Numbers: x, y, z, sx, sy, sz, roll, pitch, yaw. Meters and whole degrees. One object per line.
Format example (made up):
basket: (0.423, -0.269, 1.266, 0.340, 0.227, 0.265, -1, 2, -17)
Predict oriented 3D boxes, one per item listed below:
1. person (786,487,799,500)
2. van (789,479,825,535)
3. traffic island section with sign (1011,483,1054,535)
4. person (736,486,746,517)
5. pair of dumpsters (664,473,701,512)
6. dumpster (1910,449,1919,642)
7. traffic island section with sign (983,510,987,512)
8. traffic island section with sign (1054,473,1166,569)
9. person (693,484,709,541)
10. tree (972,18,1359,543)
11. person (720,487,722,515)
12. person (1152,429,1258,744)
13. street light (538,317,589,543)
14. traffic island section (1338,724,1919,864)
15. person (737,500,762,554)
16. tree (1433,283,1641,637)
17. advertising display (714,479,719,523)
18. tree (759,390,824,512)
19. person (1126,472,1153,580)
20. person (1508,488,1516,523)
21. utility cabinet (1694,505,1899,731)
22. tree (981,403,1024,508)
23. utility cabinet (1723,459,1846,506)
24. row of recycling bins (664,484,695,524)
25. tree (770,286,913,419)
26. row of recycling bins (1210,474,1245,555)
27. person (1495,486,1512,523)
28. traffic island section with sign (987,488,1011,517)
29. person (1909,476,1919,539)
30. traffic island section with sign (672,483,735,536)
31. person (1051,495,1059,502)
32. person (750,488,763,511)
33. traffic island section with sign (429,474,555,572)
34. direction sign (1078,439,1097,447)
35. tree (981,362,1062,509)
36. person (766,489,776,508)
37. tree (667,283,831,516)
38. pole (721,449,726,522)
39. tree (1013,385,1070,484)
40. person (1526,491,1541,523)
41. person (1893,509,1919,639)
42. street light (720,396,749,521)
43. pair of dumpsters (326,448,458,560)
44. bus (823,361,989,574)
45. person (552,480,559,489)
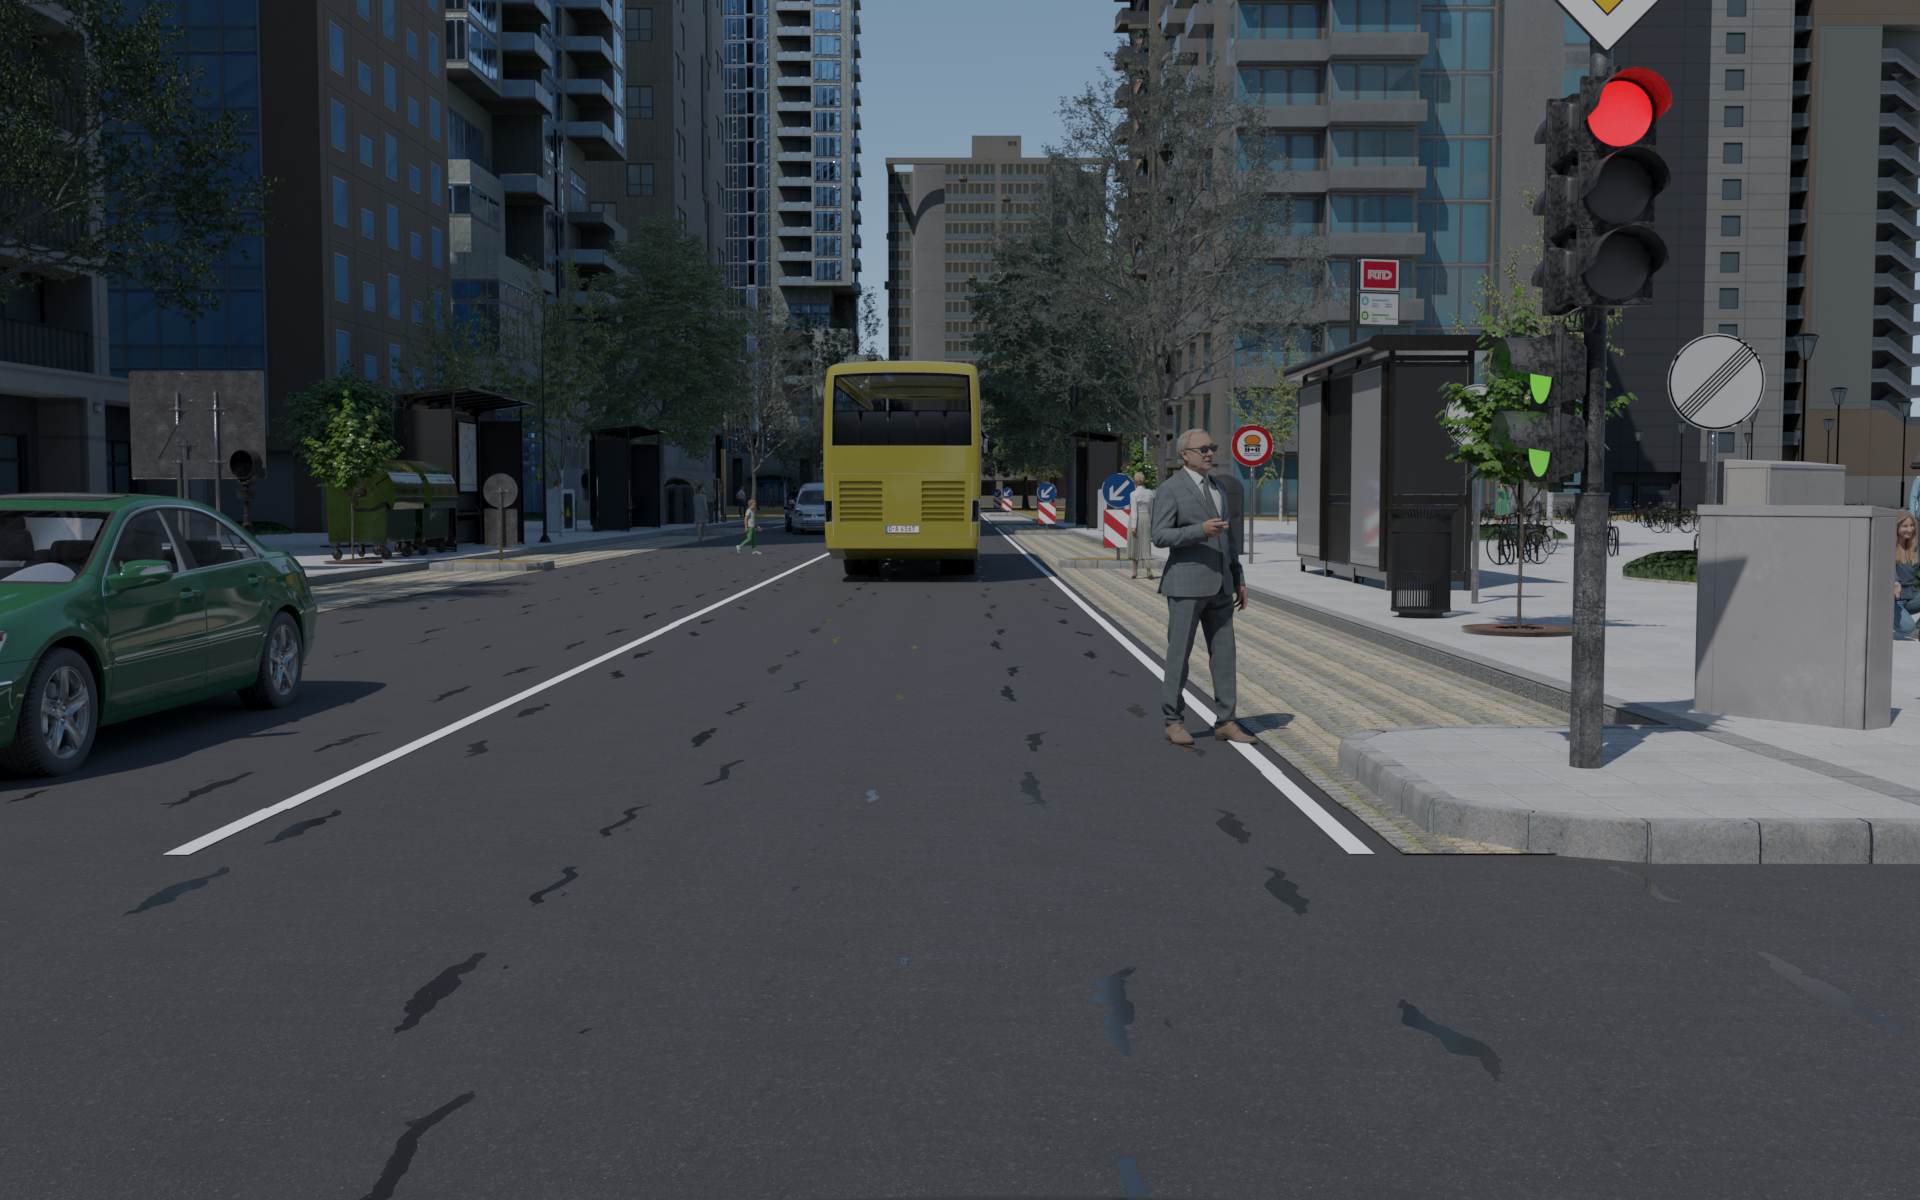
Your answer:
person: (-12.975, -7.954, 135.718, 1.348, 1.869, 0.705, -2, 4, -33)
van: (-5.095, -3.386, 62.371, 2.013, 2.044, 4.112, 0, 4, -1)
traffic island section with sign: (2.906, -3.196, 60.883, 1.989, 1.847, 2.006, 0, 3, 0)
person: (-12.234, -5.524, 97.292, 0.436, 1.711, 0.756, -3, 4, -38)
pair of dumpsters: (-12.667, -4.708, 79.465, 1.574, 2.255, 4.437, 0, 3, 0)
dumpster: (6.020, -0.197, 8.985, 1.264, 1.857, 1.865, 0, 3, 0)
traffic island section with sign: (2.818, -7.843, 136.864, 1.989, 1.847, 2.006, 0, 3, 0)
traffic island section with sign: (2.939, -1.547, 33.927, 1.989, 1.847, 2.006, 0, 3, 0)
person: (-7.890, -2.666, 52.831, 0.466, 1.731, 0.760, -1, 4, -12)
tree: (5.265, -8.281, 45.762, 12.009, 13.543, 11.850, 0, 3, 0)
person: (-14.734, -6.102, 106.731, 0.541, 1.710, 0.530, -3, 5, -43)
person: (1.420, -0.075, 9.899, 0.661, 1.801, 0.590, -3, 4, -36)
street light: (-10.429, -4.469, 45.607, 1.470, 5.913, 1.316, 0, 3, 0)
traffic island section: (2.968, 0.864, 8.155, 2.009, 0.180, 2.903, 0, 3, 0)
person: (-5.018, -1.739, 41.180, 0.590, 1.304, 0.306, 0, 4, -6)
tree: (5.149, -1.312, 16.054, 1.663, 3.219, 1.824, 0, 3, 0)
advertising display: (-10.699, -4.331, 76.019, 0.123, 1.923, 0.974, -1, 4, -12)
tree: (-12.071, -10.387, 120.183, 4.360, 8.622, 3.978, 0, 3, 0)
person: (3.040, -1.234, 28.902, 0.478, 1.798, 0.641, -1, 4, -15)
person: (19.281, -3.340, 60.834, 0.526, 1.800, 0.537, 2, 4, 30)
utility cabinet: (4.732, 0.081, 9.845, 0.306, 1.237, 1.020, -2, 4, -35)
tree: (5.770, -14.269, 159.048, 9.928, 11.665, 9.643, 0, 3, 0)
utility cabinet: (5.402, -0.163, 11.338, 1.173, 1.500, 0.318, -3, 5, -42)
row of recycling bins: (-12.560, -4.075, 73.737, 1.069, 1.692, 3.534, 2, 4, 31)
tree: (-10.529, -18.433, 157.273, 12.611, 20.169, 13.585, 0, 3, 0)
row of recycling bins: (5.404, -1.878, 37.817, 1.069, 1.692, 3.534, 0, 4, -4)
person: (18.393, -3.204, 58.681, 0.600, 1.795, 0.529, -2, 4, -26)
traffic island section with sign: (2.855, -6.195, 109.909, 1.989, 1.847, 2.006, 0, 3, 0)
person: (14.430, -1.210, 25.691, 0.638, 1.841, 0.748, 2, 4, 29)
traffic island section with sign: (-8.803, -3.124, 59.704, 1.989, 1.847, 2.006, 0, 3, 0)
person: (8.736, -9.460, 163.251, 1.350, 1.814, 0.705, 1, 4, 19)
person: (-15.615, -7.712, 132.686, 0.990, 1.755, 0.434, 0, 4, -4)
traffic island section with sign: (-8.774, -1.475, 32.749, 1.989, 1.847, 2.006, 0, 3, 0)
direction sign: (5.240, -4.844, 71.203, 0.876, 3.537, 0.379, -2, 4, -25)
tree: (5.557, -14.050, 146.720, 9.611, 12.733, 9.660, 0, 3, 0)
person: (-17.157, -9.186, 156.789, 0.990, 1.755, 0.434, -2, 4, -30)
tree: (-11.850, -11.615, 100.280, 12.009, 13.543, 11.850, 0, 3, 0)
pole: (-10.702, -5.175, 78.448, 0.158, 3.312, 0.155, 0, 3, 0)
tree: (5.105, -9.469, 105.188, 4.360, 8.622, 3.978, 0, 3, 0)
person: (18.306, -2.997, 55.144, 0.850, 1.850, 0.679, 0, 4, -1)
person: (8.472, -0.226, 15.245, 1.012, 1.151, 0.738, 0, 4, -6)
street light: (-10.641, -6.681, 81.774, 1.470, 5.913, 1.316, 0, 3, 0)
pair of dumpsters: (-11.679, -2.021, 35.543, 1.574, 2.255, 4.437, 0, 4, 0)
bus: (-0.858, -2.579, 33.711, 2.896, 3.916, 12.252, 0, 4, 1)
person: (-14.551, -3.427, 62.305, 0.641, 1.798, 0.478, 0, 4, 4)
